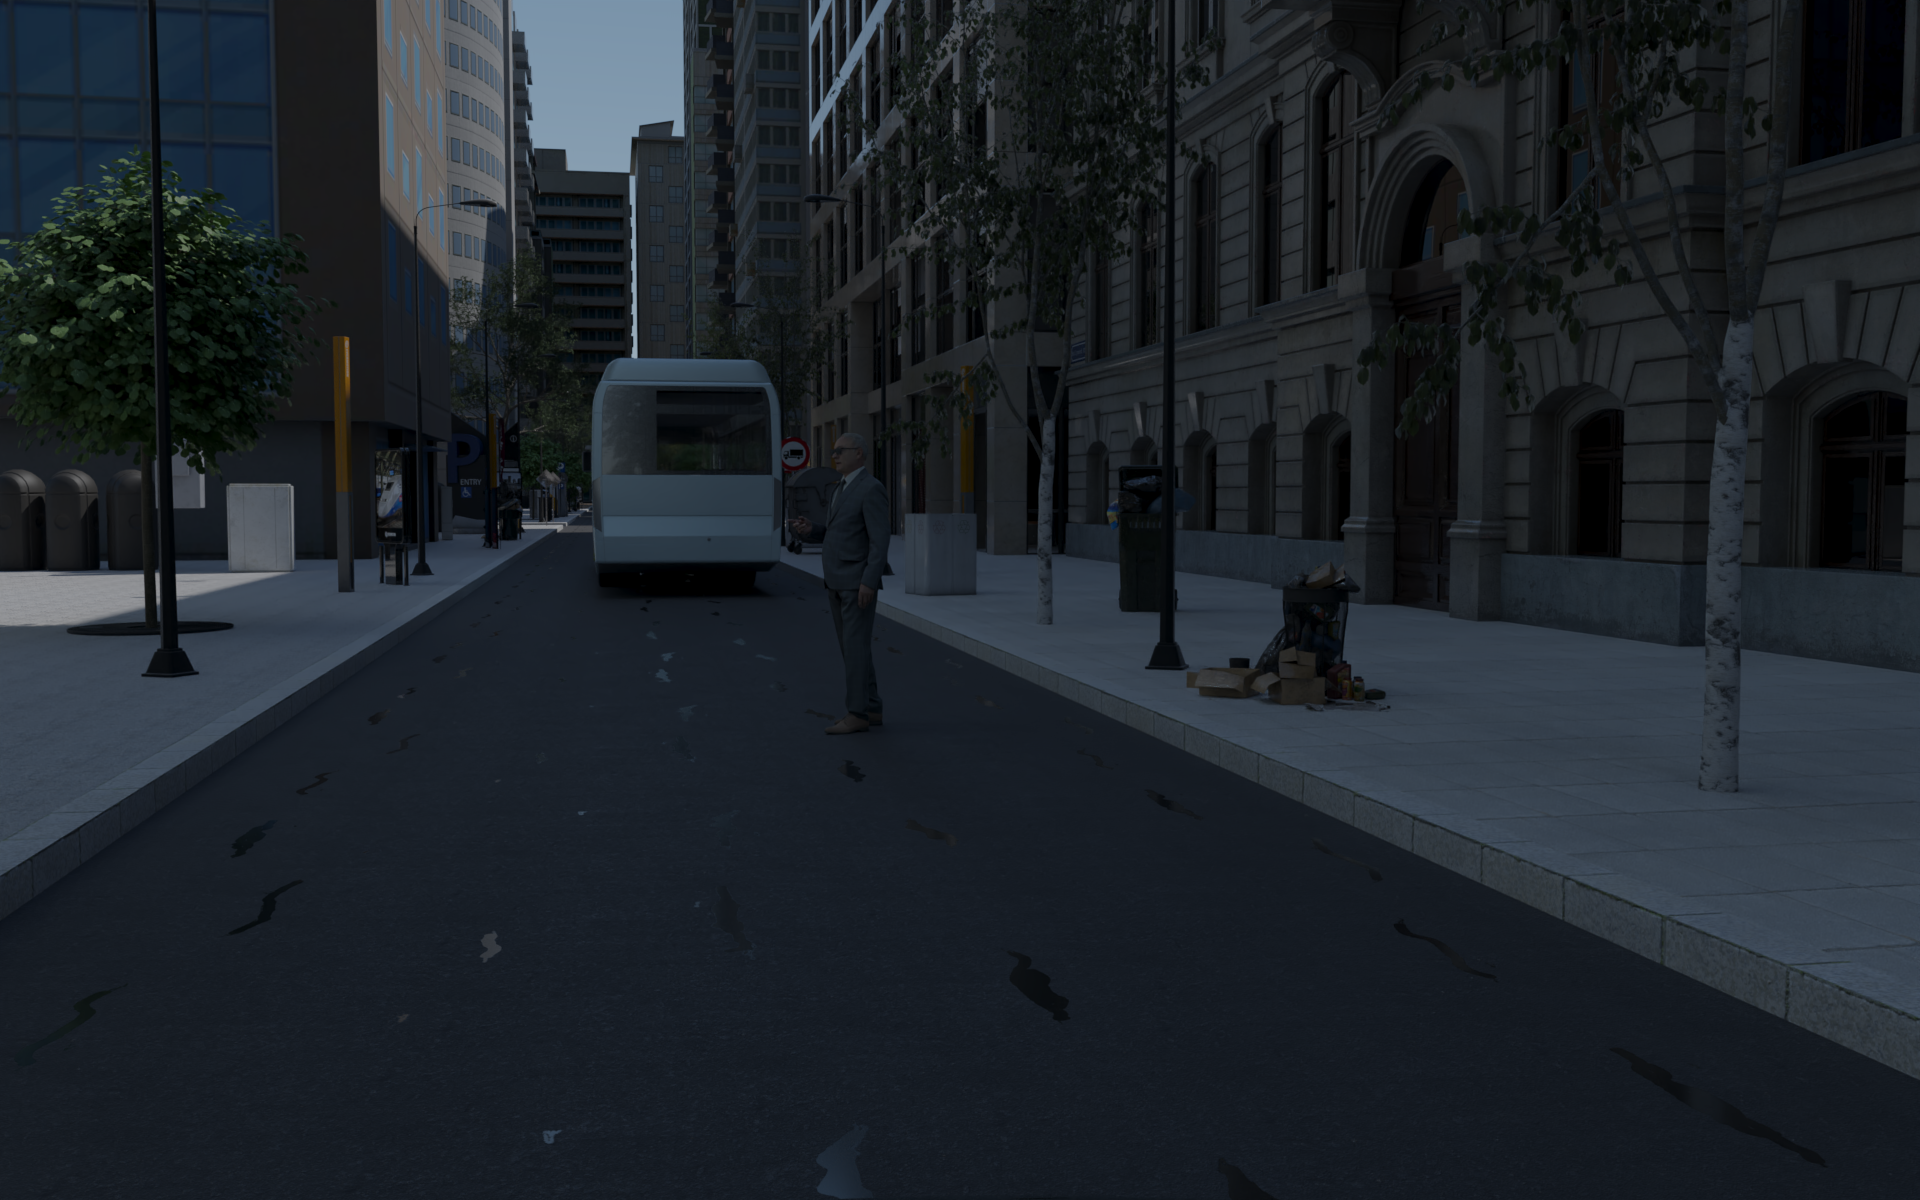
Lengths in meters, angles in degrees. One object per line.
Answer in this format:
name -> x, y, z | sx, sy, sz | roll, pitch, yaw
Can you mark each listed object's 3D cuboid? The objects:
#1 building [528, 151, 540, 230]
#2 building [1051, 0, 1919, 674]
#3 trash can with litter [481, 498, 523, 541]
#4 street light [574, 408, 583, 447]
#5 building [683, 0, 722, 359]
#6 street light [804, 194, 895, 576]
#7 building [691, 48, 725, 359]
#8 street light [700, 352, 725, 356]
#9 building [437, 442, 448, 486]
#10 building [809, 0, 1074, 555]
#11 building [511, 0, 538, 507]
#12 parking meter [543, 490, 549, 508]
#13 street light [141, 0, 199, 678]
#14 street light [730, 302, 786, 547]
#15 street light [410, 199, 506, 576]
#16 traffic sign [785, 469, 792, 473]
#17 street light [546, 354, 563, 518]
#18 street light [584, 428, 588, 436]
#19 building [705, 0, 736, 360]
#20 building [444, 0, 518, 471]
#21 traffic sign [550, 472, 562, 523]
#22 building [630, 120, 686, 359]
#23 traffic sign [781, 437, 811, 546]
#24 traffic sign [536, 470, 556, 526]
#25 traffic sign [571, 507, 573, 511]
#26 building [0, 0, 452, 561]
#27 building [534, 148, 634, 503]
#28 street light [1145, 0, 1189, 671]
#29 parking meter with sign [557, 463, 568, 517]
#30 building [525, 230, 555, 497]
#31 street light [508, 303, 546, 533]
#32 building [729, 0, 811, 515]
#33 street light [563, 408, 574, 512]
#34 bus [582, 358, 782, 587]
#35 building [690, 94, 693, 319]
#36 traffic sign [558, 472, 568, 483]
building -> -63.686, -33.847, 208.023 | 28.867, 44.769, 22.147 | -1, 4, -11
building -> 10.559, -12.250, 19.375 | 14.460, 24.649, 34.723 | -1, 4, -11
trash can with litter -> -12.596, -2.217, 47.628 | 1.055, 1.170, 0.624 | -3, 5, -42
street light -> -21.023, -7.329, 92.371 | 1.470, 5.913, 1.316 | -1, 4, -11
building -> -25.737, -47.546, 215.622 | 20.563, 71.187, 20.611 | -1, 4, -11
street light -> -1.733, -3.337, 27.101 | 1.470, 5.913, 1.316 | -1, 4, -11
building -> -18.292, -29.379, 163.938 | 14.154, 41.232, 14.086 | -1, 4, -11
street light -> -7.795, -5.148, 56.706 | 1.470, 5.913, 1.316 | -1, 4, -11
building -> -34.996, -39.607, 85.824 | 20.563, 71.187, 20.611 | -1, 4, -11
building -> 6.788, -15.261, 54.028 | 19.350, 26.468, 34.151 | -1, 4, -11
building -> -51.720, -33.233, 162.974 | 23.786, 49.044, 30.456 | -1, 4, -11
parking meter -> -22.967, -5.358, 96.020 | 0.372, 1.533, 0.369 | 0, 3, 0
street light -> -5.053, -2.424, 12.170 | 1.470, 5.913, 1.316 | -1, 4, -11
street light -> -4.871, -4.262, 42.232 | 1.470, 5.913, 1.316 | -1, 4, -11
street light -> -7.976, -3.350, 27.312 | 1.470, 5.913, 1.316 | -1, 4, -11
traffic sign -> -4.646, -2.684, 43.883 | 0.884, 2.594, 0.081 | -1, 4, -10
street light -> -14.074, -5.193, 57.447 | 1.470, 5.913, 1.316 | -1, 4, -11
street light -> -23.955, -8.223, 106.990 | 1.470, 5.913, 1.316 | -1, 4, -11
building -> -8.310, -29.392, 135.191 | 22.147, 44.769, 28.867 | -1, 4, -11
building -> -42.242, -35.280, 118.826 | 21.231, 58.520, 28.212 | -1, 4, -11
traffic sign -> -18.335, -4.550, 78.033 | 0.795, 2.450, 0.064 | -1, 4, -11
building -> -34.028, -40.647, 253.813 | 27.495, 52.752, 28.713 | -1, 4, -11
traffic sign -> -3.701, -2.349, 38.512 | 0.768, 2.556, 0.104 | -1, 4, -9
traffic sign -> -16.764, -4.071, 70.204 | 0.795, 2.450, 0.064 | -1, 4, -11
traffic sign -> -29.358, -8.003, 130.951 | 0.768, 2.556, 0.104 | -1, 4, -10
building -> -19.300, -23.720, 37.932 | 14.600, 45.320, 14.200 | -1, 4, -11
building -> -57.363, -38.029, 245.467 | 21.600, 48.544, 21.300 | -1, 4, -11
street light -> 0.993, -2.442, 12.474 | 1.470, 5.913, 1.316 | -1, 4, -11
parking meter with sign -> -22.151, -6.128, 96.451 | 0.543, 3.016, 1.738 | 0, 4, -6
building -> -51.110, -25.372, 186.526 | 14.160, 30.474, 14.107 | -1, 4, -11
street light -> -10.945, -4.259, 42.170 | 1.470, 5.913, 1.316 | -1, 4, -11
building -> -0.865, -25.043, 101.342 | 23.993, 40.220, 32.217 | -1, 4, -11
street light -> -18.275, -6.442, 77.862 | 1.470, 5.913, 1.316 | -1, 4, -11
bus -> -5.081, -2.154, 30.079 | 2.948, 3.499, 13.247 | -1, 4, -12
building -> -20.256, -32.300, 178.208 | 14.600, 45.320, 14.200 | -1, 4, -11
traffic sign -> -23.216, -6.162, 100.853 | 0.768, 2.556, 0.104 | 0, 4, -2
